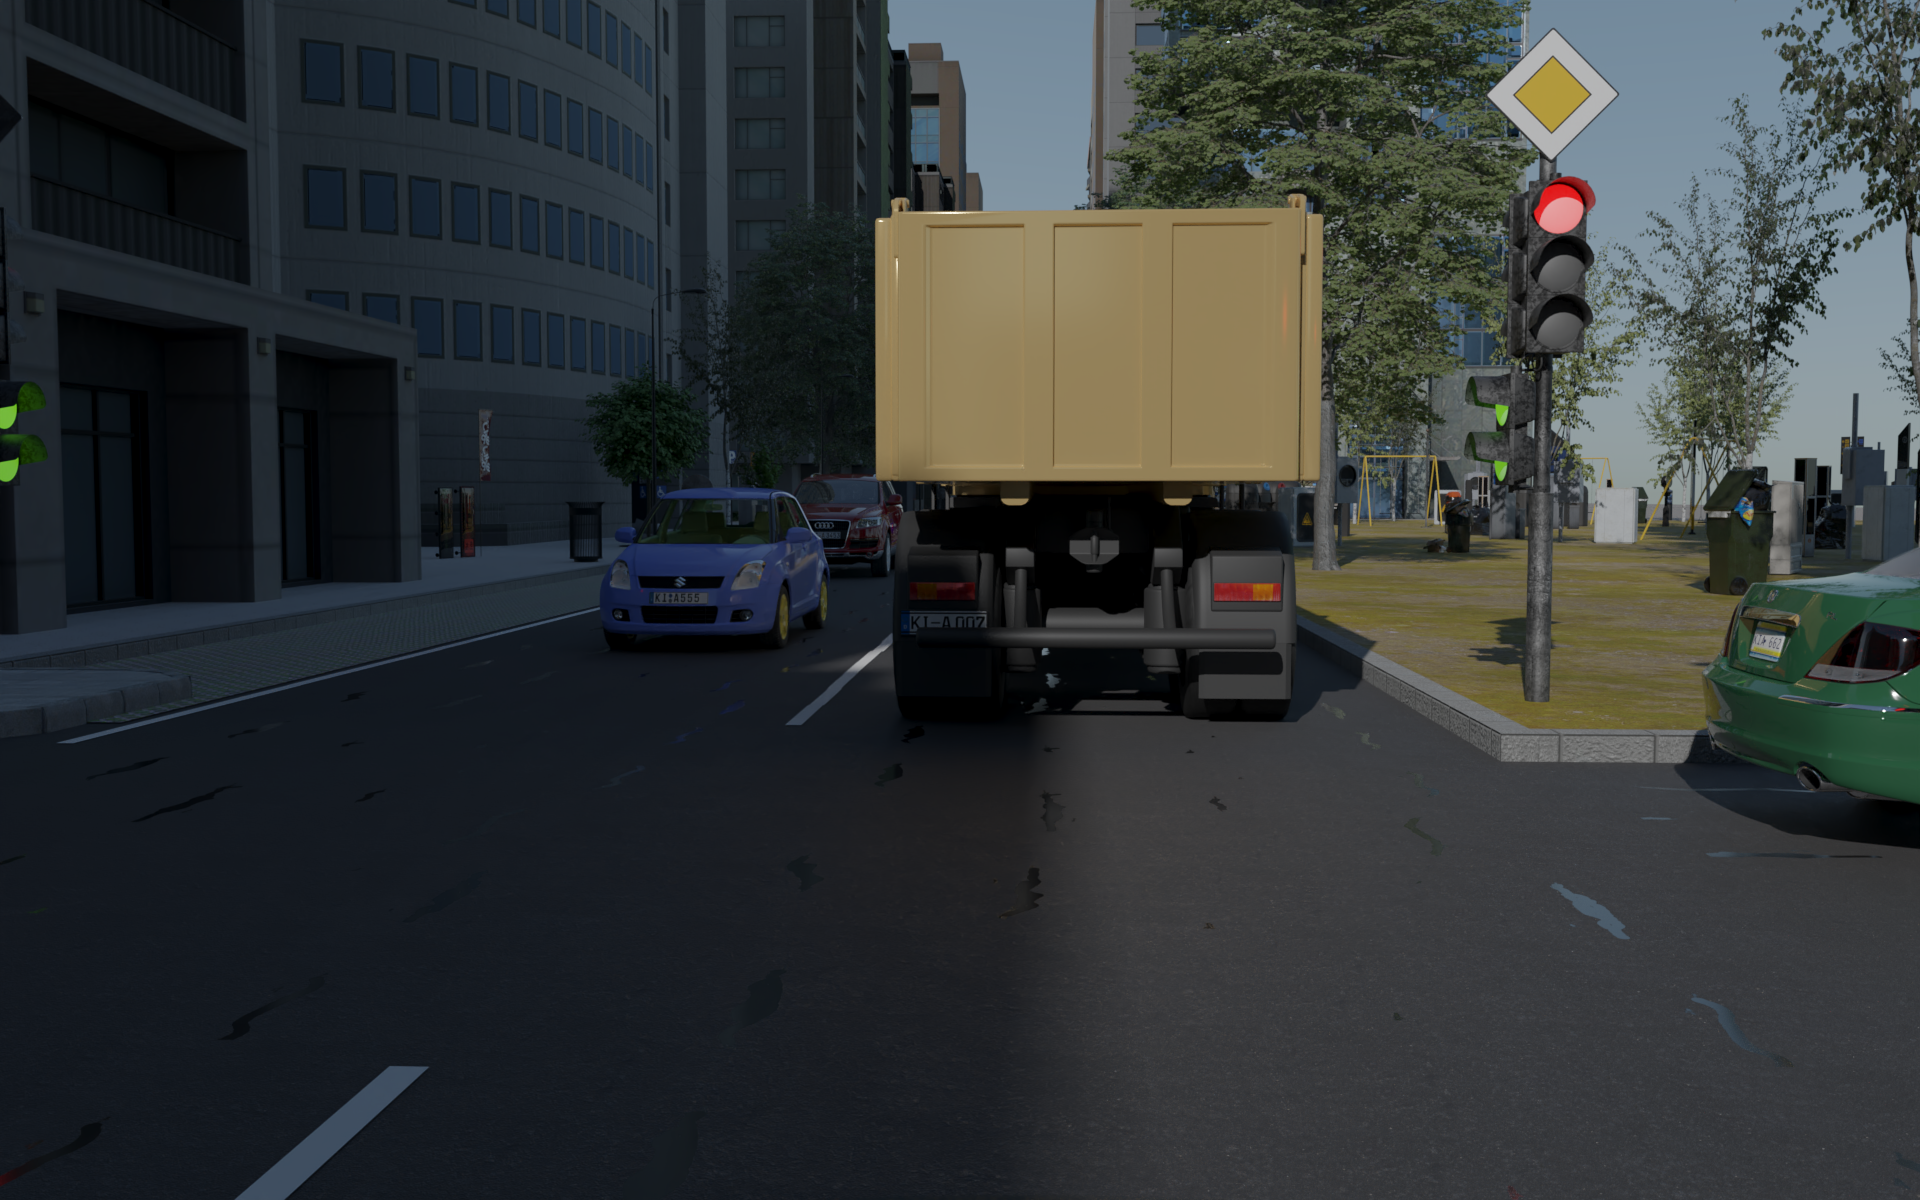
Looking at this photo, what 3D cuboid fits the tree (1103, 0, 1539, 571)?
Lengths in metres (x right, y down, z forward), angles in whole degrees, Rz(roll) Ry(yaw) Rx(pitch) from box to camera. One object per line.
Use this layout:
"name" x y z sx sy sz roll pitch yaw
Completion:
"tree" 5.903 -6.753 28.536 7.486 12.596 7.792 0 3 0

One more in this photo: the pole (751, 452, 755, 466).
"pole" -10.087 -5.536 84.351 0.158 3.312 0.155 0 3 0

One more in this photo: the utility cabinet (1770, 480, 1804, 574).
"utility cabinet" 13.273 -1.168 27.771 0.318 1.500 1.173 2 4 34

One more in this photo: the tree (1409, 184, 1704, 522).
"tree" 14.129 -5.562 41.293 4.737 8.622 4.395 0 3 0

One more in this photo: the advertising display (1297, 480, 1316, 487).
"advertising display" 11.016 -3.002 54.294 0.974 1.923 0.123 0 4 -4

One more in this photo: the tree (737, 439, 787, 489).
"tree" -6.934 -3.998 59.961 1.663 3.219 1.824 0 3 0

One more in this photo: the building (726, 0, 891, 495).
"building" -11.421 -25.075 93.566 14.154 41.232 14.086 0 4 3

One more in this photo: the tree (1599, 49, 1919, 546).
"tree" 14.193 -4.961 31.468 4.360 8.622 3.978 0 3 0

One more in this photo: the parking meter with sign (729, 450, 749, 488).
"parking meter with sign" -8.396 -4.419 68.517 1.738 3.016 0.543 2 4 31

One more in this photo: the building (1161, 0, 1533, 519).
"building" 20.717 -48.225 101.144 22.319 86.520 31.000 0 4 3

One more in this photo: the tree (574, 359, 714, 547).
"tree" -7.703 -3.580 42.253 4.285 4.588 4.351 0 3 0

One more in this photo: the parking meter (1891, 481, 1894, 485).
"parking meter" 37.978 -3.948 70.269 0.255 1.863 0.399 -1 4 -11

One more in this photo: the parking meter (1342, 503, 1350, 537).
"parking meter" 11.615 -2.846 52.239 0.255 1.863 0.399 1 4 23

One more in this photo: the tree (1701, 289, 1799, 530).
"tree" 26.885 -6.811 61.724 4.737 8.622 4.395 0 3 0

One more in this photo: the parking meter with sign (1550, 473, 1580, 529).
"parking meter with sign" 21.832 -4.119 63.614 1.738 3.016 0.543 0 4 7

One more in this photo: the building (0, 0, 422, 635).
"building" -18.478 -35.566 19.757 20.563 71.187 20.611 0 4 3

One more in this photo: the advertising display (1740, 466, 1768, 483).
"advertising display" 18.251 -2.118 39.849 0.974 1.923 0.123 -3 4 -36

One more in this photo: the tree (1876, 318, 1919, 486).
"tree" 29.374 -6.125 50.508 4.737 8.622 4.395 0 3 0

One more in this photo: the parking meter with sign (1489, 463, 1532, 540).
"parking meter with sign" 15.480 -3.235 49.160 0.543 3.016 1.738 3 5 44

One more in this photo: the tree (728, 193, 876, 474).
"tree" -5.823 -10.302 75.091 9.857 13.997 8.962 0 3 0

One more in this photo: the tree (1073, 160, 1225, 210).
"tree" 7.363 -9.632 64.133 9.857 13.997 8.962 0 3 0

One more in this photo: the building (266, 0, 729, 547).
"building" -20.239 -31.232 52.637 21.231 58.520 28.212 0 4 3

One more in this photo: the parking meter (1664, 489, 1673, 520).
"parking meter" 34.614 -4.661 84.620 0.372 1.533 0.369 0 3 0

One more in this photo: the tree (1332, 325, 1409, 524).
"tree" 17.044 -7.579 74.286 4.737 8.622 4.395 0 3 0

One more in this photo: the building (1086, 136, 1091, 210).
"building" 26.270 -33.893 208.777 22.147 44.769 28.867 0 4 3

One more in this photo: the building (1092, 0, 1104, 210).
"building" 18.737 -30.799 153.679 14.600 45.320 14.200 0 4 3

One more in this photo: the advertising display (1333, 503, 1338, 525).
"advertising display" 15.405 -4.033 71.152 0.123 1.923 0.974 -1 4 -21

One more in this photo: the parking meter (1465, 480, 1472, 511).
"parking meter" 20.862 -3.997 71.060 0.255 1.863 0.399 1 4 12

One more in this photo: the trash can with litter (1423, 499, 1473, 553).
"trash can with litter" 10.687 -1.625 37.957 1.055 1.170 0.624 2 4 35

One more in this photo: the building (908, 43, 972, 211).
"building" -6.631 -32.215 176.821 14.600 45.320 14.200 0 4 3

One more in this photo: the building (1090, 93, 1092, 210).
"building" 24.625 -34.210 183.030 21.300 48.544 21.600 0 4 3

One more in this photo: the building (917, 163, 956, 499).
"building" -7.773 -23.217 151.293 14.160 30.474 14.107 0 4 3

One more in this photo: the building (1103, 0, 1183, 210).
"building" 21.418 -36.058 131.555 21.231 58.520 28.212 0 4 3

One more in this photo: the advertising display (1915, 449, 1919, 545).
"advertising display" 13.328 -1.105 23.273 0.123 1.923 0.974 -2 4 -26

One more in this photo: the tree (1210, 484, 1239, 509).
"tree" 5.648 -3.341 38.339 4.285 4.588 4.351 0 3 0

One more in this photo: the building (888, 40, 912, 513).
"building" -10.503 -20.565 107.936 14.160 30.474 14.107 0 4 3

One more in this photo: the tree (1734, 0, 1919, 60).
"tree" 9.261 -4.015 16.002 4.360 8.622 3.978 0 3 0

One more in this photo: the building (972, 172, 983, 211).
"building" -4.075 -35.794 235.339 14.600 45.320 14.200 0 4 3

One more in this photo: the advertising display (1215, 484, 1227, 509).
"advertising display" 10.871 -4.062 71.623 0.974 1.923 0.123 -2 4 -29

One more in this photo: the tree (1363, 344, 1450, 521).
"tree" 20.930 -8.083 82.516 4.360 8.622 3.978 0 3 0

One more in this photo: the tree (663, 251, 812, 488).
"tree" -6.932 -6.300 53.363 4.360 8.622 3.978 0 3 0

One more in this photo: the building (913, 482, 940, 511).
"building" -16.057 -17.429 130.003 27.650 21.520 28.899 0 4 3
